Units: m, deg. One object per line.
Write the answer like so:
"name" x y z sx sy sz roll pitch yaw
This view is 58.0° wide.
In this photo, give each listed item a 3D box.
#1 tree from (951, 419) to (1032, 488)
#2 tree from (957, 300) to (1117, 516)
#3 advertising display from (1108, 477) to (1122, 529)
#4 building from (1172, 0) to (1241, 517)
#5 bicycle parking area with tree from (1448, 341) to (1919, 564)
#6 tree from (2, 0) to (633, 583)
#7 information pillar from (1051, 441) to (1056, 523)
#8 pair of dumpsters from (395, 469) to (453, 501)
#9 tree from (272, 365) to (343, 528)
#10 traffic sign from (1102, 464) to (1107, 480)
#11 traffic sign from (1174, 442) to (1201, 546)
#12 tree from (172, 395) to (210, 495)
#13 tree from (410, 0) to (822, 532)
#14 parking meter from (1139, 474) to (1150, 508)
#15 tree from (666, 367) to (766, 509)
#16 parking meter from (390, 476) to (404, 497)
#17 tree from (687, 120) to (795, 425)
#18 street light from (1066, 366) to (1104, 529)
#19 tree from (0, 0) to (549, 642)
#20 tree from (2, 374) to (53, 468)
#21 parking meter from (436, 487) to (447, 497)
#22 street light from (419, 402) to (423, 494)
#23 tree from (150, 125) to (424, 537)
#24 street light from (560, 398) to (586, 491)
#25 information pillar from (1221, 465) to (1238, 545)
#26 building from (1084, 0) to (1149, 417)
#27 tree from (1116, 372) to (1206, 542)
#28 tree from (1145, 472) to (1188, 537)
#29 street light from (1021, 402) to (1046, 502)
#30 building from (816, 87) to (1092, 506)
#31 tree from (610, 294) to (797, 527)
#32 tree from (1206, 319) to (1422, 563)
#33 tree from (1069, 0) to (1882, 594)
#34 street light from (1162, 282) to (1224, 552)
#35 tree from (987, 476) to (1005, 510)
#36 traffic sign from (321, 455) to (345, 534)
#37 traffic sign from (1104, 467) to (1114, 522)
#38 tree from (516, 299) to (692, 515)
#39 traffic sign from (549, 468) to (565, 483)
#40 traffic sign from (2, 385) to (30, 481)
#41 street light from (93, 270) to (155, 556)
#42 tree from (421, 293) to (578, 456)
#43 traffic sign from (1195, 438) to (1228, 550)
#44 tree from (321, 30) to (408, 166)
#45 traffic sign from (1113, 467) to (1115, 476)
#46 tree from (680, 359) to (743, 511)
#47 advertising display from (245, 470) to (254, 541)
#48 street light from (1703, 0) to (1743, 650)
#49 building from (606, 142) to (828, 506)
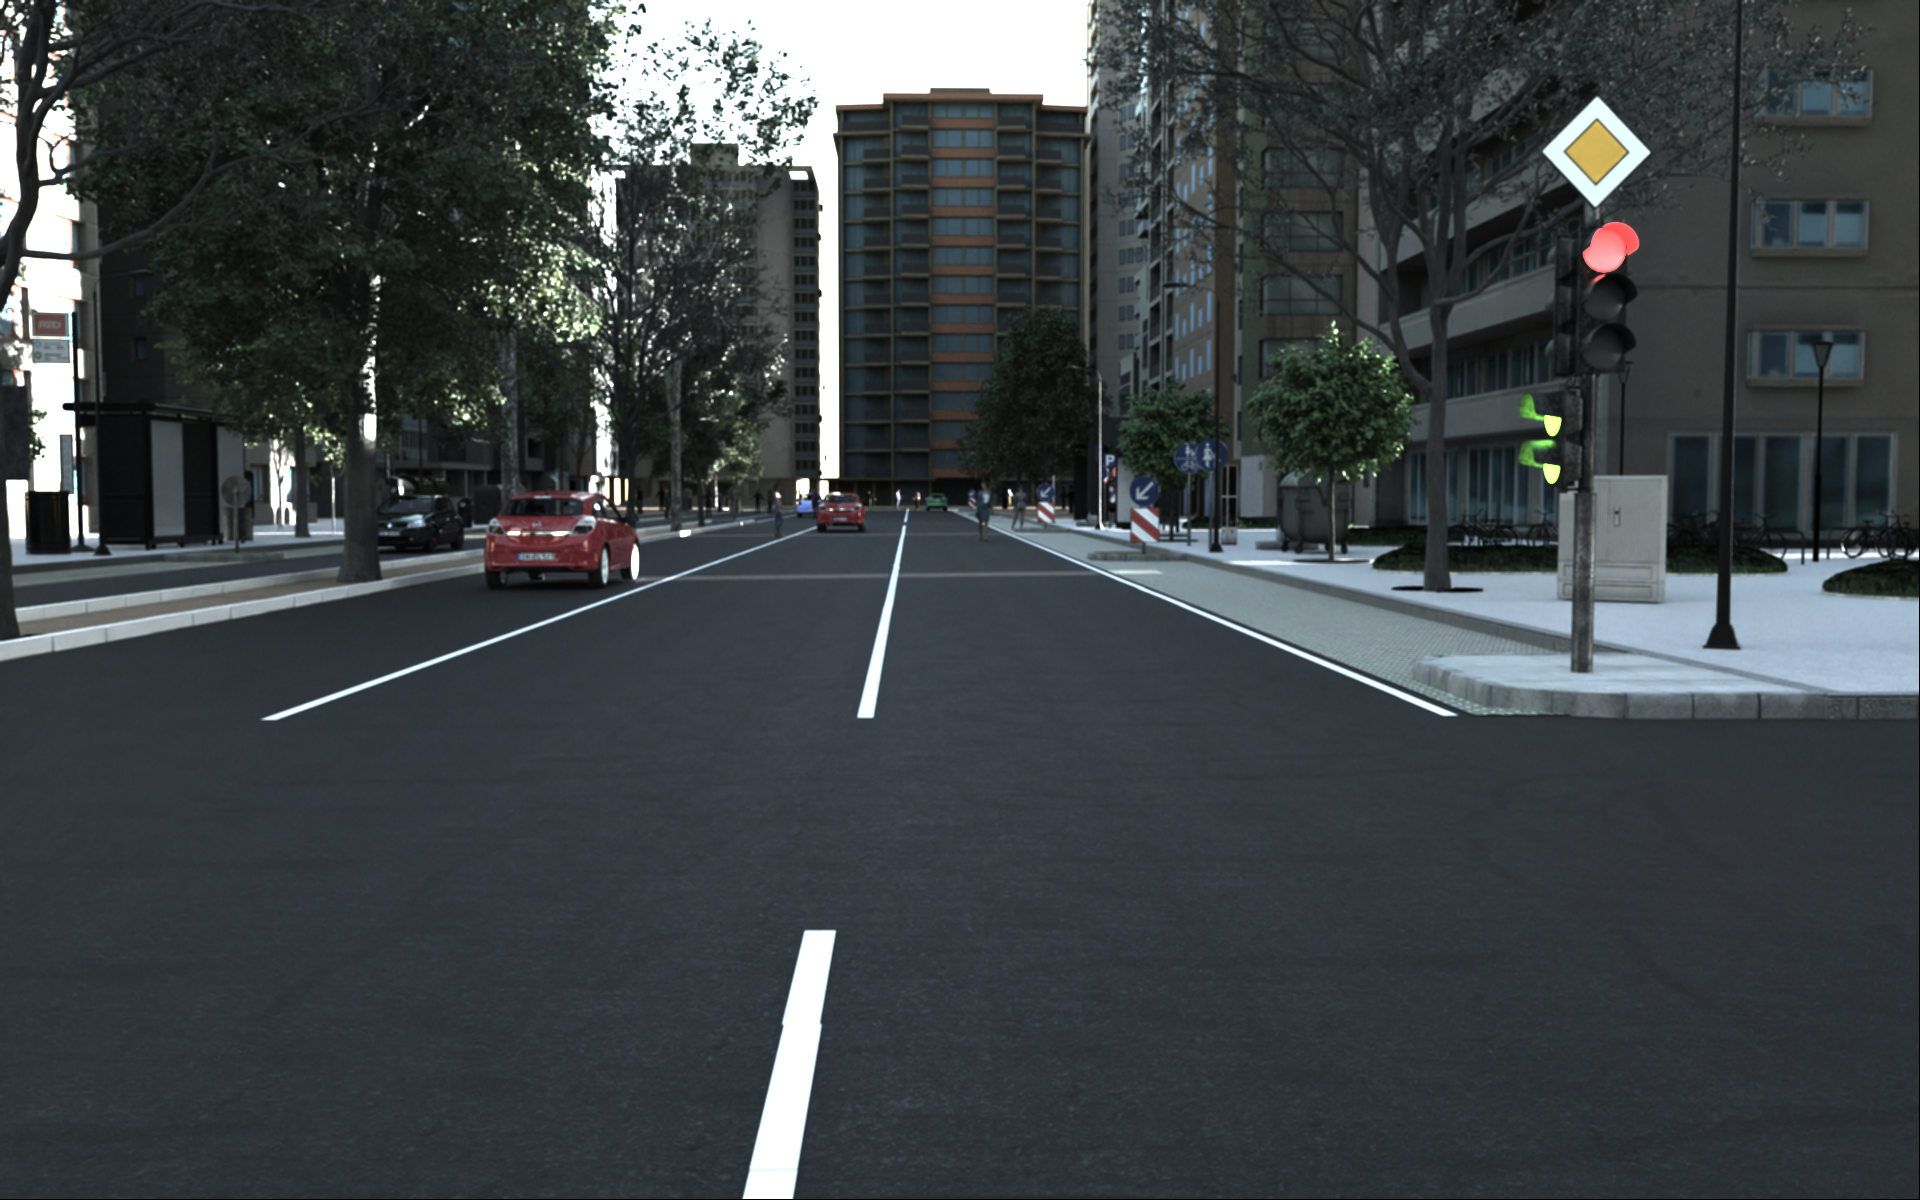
"tree" 2.858 -13.746 159.156 8.767 10.594 7.601 -3 4 -39
"tree" 4.934 -11.350 102.582 9.611 12.733 9.660 0 3 0
"advertising display" 5.997 -3.624 64.472 0.974 1.923 0.123 1 4 23
"building" 19.639 -27.184 94.562 14.600 45.320 14.200 0 4 -2
"bicycle parking area with tree" 15.141 -2.944 35.136 9.016 4.147 8.231 0 4 -8
"tree" -9.743 -7.256 27.753 9.857 13.997 8.962 0 3 0
"information pillar" 4.173 -5.243 77.081 0.183 3.616 0.504 0 4 5
"pair of dumpsters" -20.798 -3.914 66.486 1.574 2.255 4.437 0 4 -2
"tree" -25.459 -7.017 65.087 4.737 8.622 4.395 0 3 0
"traffic sign" 5.739 -4.395 71.969 0.768 2.556 0.104 0 4 8
"traffic sign" 5.648 -2.601 42.638 0.768 2.556 0.104 0 4 7
"tree" -25.710 -4.516 57.557 4.285 4.588 4.351 0 3 0
"tree" -11.868 -12.647 65.122 12.611 20.169 13.585 0 3 0
"parking meter" 5.337 -2.709 49.997 0.255 1.863 0.399 1 4 18
"tree" -21.626 -14.447 153.217 9.611 12.733 9.660 0 3 0
"parking meter" -18.482 -3.128 56.857 0.399 1.863 0.255 1 4 20
"tree" -10.134 -8.572 52.982 12.009 13.543 11.850 0 3 0
"street light" 4.543 -5.541 63.135 1.470 5.913 1.316 0 4 -2
"tree" -9.363 -6.334 16.389 12.009 13.543 11.850 0 3 0
"tree" -23.941 -3.564 41.990 4.285 4.588 4.351 0 3 0
"parking meter" -18.249 -3.216 60.996 0.372 1.533 0.369 0 3 0
"street light" -18.120 -5.343 59.903 1.470 5.913 1.316 0 4 -2
"tree" -19.953 -8.124 50.954 7.486 12.596 7.792 0 3 0
"street light" -18.792 -6.816 83.976 1.470 5.913 1.316 0 4 -2
"information pillar" 6.793 -2.397 43.688 0.304 2.012 0.304 -1 4 -23
"building" 28.611 -39.642 190.137 28.212 58.520 21.231 0 4 -2
"tree" 5.744 -3.867 46.947 4.285 4.588 4.351 0 3 0
"tree" 6.446 -3.563 52.863 1.663 3.219 1.824 0 3 0
"street light" 3.747 -7.007 87.104 1.470 5.913 1.316 0 4 -2
"building" -0.777 -32.709 189.416 28.867 44.769 22.147 0 4 -2
"tree" -11.266 -8.486 75.622 8.767 10.594 7.601 0 4 -2
"tree" 7.040 -2.998 32.735 4.285 4.588 4.351 0 3 0
"tree" 6.167 -6.860 22.537 12.009 13.543 11.850 0 3 0
"street light" 5.124 -4.010 38.108 1.470 5.913 1.316 0 4 -2
"tree" 2.793 -9.164 144.430 1.663 3.219 1.824 0 3 0
"traffic sign" -20.336 -3.428 56.161 0.768 2.556 0.104 0 3 0
"traffic sign" 6.383 -4.660 76.291 0.768 2.556 0.104 0 4 3
"tree" -19.683 -10.024 89.651 9.928 11.665 9.643 0 3 0
"traffic sign" -19.741 -5.205 84.829 0.795 2.593 0.064 0 4 1
"traffic sign" -18.599 -2.367 32.573 2.265 3.308 0.079 0 4 5
"street light" -17.397 -3.885 36.062 1.470 5.913 1.316 0 4 -2
"tree" -20.628 -8.743 77.360 7.601 10.594 8.767 -1 4 -10
"traffic sign" 5.755 -2.422 39.705 0.768 2.556 0.104 0 4 3
"tree" -11.252 -11.039 38.838 12.611 20.169 13.585 0 3 0
"traffic sign" 6.491 -4.216 69.032 0.768 2.556 0.104 0 4 3
"tree" -20.802 -13.620 129.339 9.857 13.997 8.962 0 3 0
"advertising display" -19.746 -2.567 47.192 0.974 1.923 0.123 0 4 -2
"street light" 5.823 -2.552 14.266 1.470 5.913 1.316 0 4 -2
"building" -27.344 -30.713 194.038 23.993 40.220 32.217 0 4 -2
